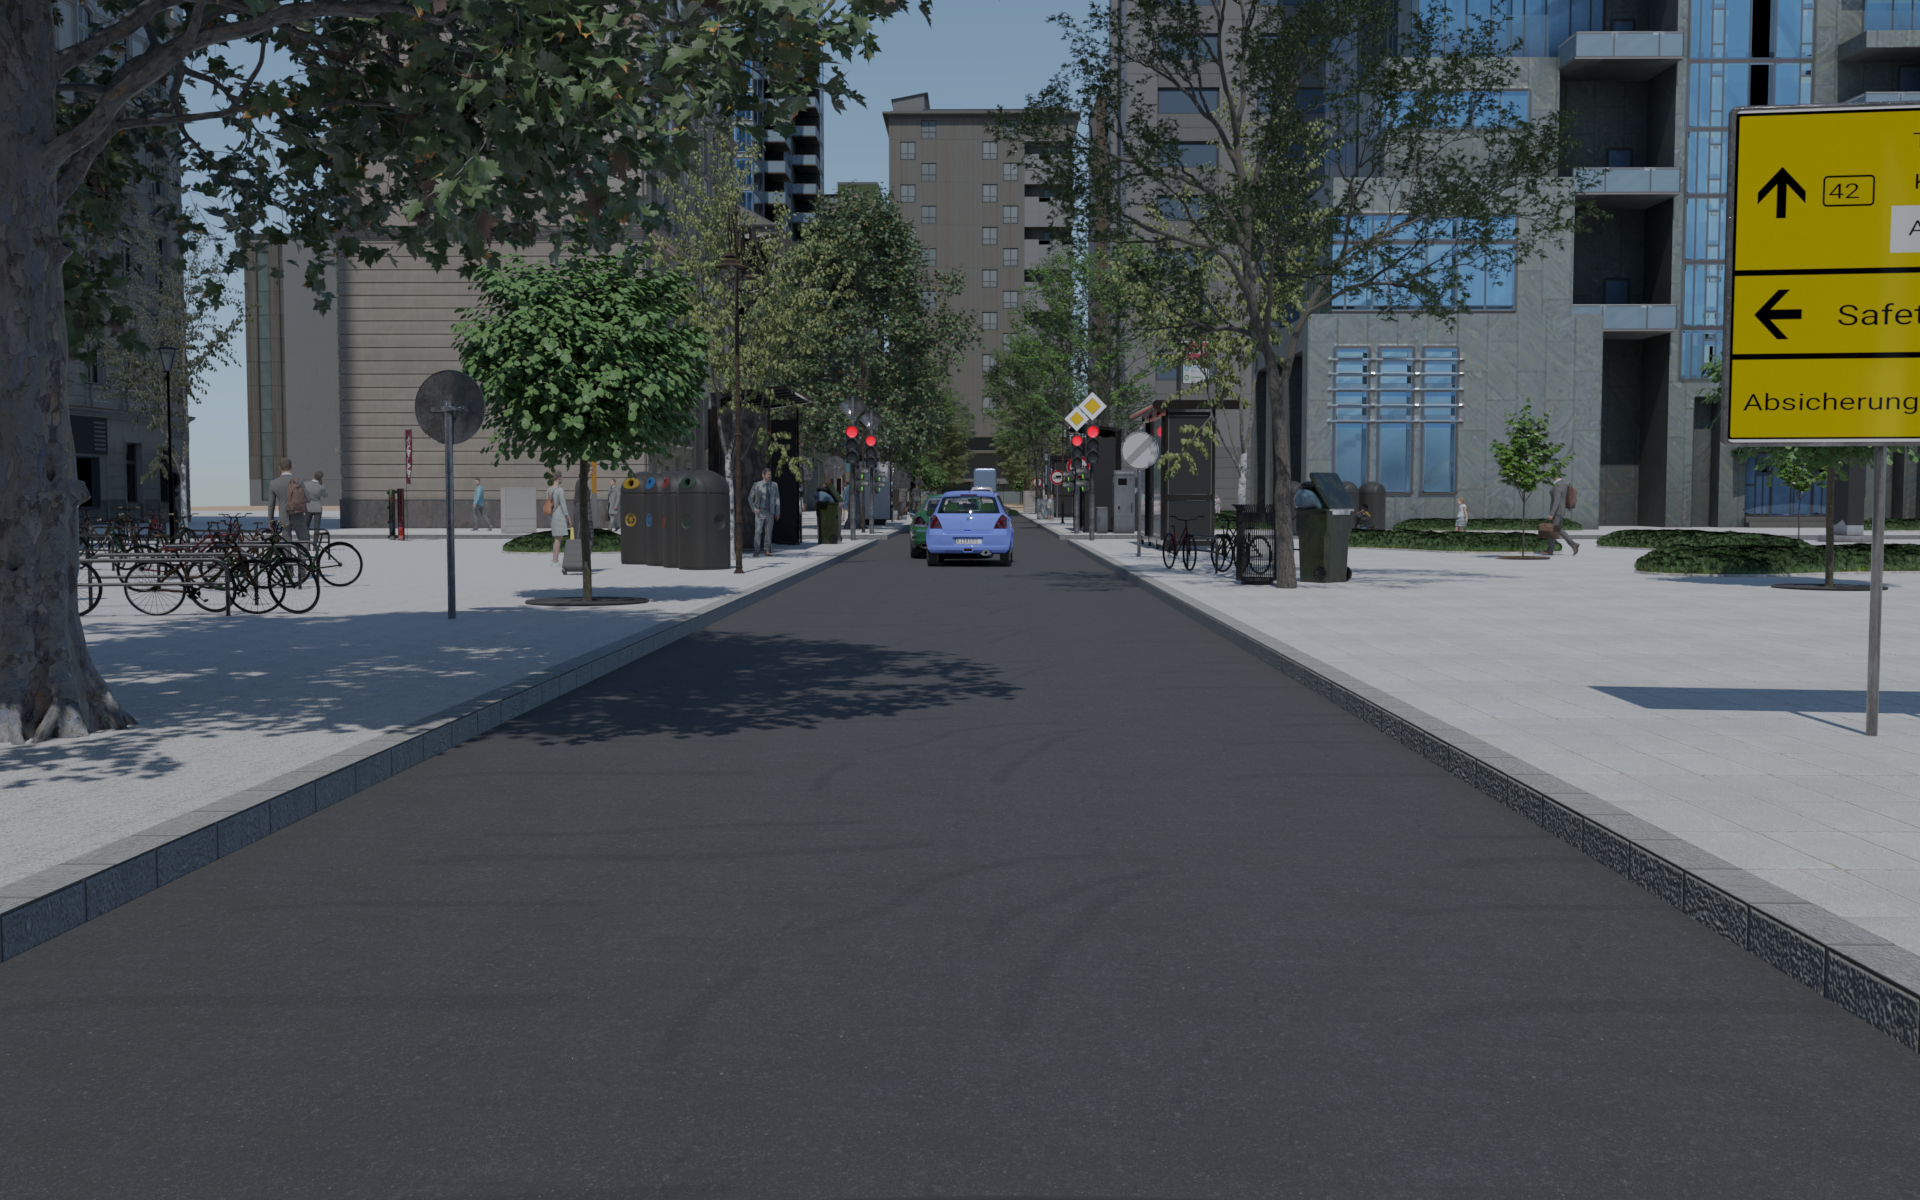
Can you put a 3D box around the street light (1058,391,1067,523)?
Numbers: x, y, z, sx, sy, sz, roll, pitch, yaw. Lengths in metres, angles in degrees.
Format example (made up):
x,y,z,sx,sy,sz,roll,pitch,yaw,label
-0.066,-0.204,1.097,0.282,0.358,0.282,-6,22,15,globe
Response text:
x,y,z,sx,sy,sz,roll,pitch,yaw,label
4.488,-6.285,75.543,0.468,5.910,1.993,0,4,1,street light

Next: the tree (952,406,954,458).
x,y,z,sx,sy,sz,roll,pitch,yaw,label
5.517,-9.072,82.741,8.767,10.594,7.601,-2,4,-34,tree

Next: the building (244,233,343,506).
x,y,z,sx,sy,sz,roll,pitch,yaw,label
-69.850,-25.773,193.084,14.107,30.474,14.160,0,4,1,building

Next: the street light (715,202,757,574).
x,y,z,sx,sy,sz,roll,pitch,yaw,label
-3.569,-3.364,27.789,0.468,5.910,1.993,0,4,1,street light

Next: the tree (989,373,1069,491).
x,y,z,sx,sy,sz,roll,pitch,yaw,label
6.220,-14.725,158.887,7.486,12.596,7.792,0,3,0,tree

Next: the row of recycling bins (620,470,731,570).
x,y,z,sx,sy,sz,roll,pitch,yaw,label
-5.043,-1.441,30.670,1.069,1.692,3.534,-2,4,-32,row of recycling bins

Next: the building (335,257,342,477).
x,y,z,sx,sy,sz,roll,pitch,yaw,label
-50.921,-30.077,183.642,23.993,40.220,32.217,0,4,1,building

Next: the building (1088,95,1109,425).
x,y,z,sx,sy,sz,roll,pitch,yaw,label
21.434,-33.086,191.062,14.600,45.320,14.200,0,4,1,building

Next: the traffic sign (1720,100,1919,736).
x,y,z,sx,sy,sz,roll,pitch,yaw,label
5.160,-0.928,9.039,2.265,3.308,0.079,1,4,9,traffic sign

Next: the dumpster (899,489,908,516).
x,y,z,sx,sy,sz,roll,pitch,yaw,label
-3.767,-6.010,104.018,1.264,1.857,1.865,0,4,1,dumpster

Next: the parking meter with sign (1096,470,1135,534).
x,y,z,sx,sy,sz,roll,pitch,yaw,label
5.285,-3.659,56.092,1.738,3.016,0.543,0,4,-4,parking meter with sign

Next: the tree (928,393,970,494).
x,y,z,sx,sy,sz,roll,pitch,yaw,label
-2.662,-16.809,192.948,7.486,12.596,7.792,0,3,0,tree

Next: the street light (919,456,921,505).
x,y,z,sx,sy,sz,roll,pitch,yaw,label
-2.575,-8.496,111.700,0.468,5.910,1.993,0,4,1,street light

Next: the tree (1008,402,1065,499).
x,y,z,sx,sy,sz,roll,pitch,yaw,label
5.654,-10.419,120.710,4.360,8.622,3.978,0,3,0,tree

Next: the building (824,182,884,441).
x,y,z,sx,sy,sz,roll,pitch,yaw,label
-17.238,-33.377,229.308,14.086,41.232,14.154,0,4,1,building

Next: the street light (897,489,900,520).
x,y,z,sx,sy,sz,roll,pitch,yaw,label
-3.003,-6.823,84.349,0.468,5.910,1.993,0,4,1,street light

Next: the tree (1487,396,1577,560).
x,y,z,sx,sy,sz,roll,pitch,yaw,label
11.241,-2.413,34.052,1.663,3.219,1.824,0,3,0,tree

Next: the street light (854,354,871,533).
x,y,z,sx,sy,sz,roll,pitch,yaw,label
-3.200,-5.165,57.239,0.468,5.910,1.993,0,4,1,street light

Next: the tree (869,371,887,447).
x,y,z,sx,sy,sz,roll,pitch,yaw,label
-3.796,-8.651,91.809,4.360,8.622,3.978,0,3,0,tree

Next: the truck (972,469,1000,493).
x,y,z,sx,sy,sz,roll,pitch,yaw,label
2.347,-11.413,176.357,2.967,4.110,18.799,0,4,3,truck

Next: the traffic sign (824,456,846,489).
x,y,z,sx,sy,sz,roll,pitch,yaw,label
-4.164,-3.519,57.644,0.768,2.556,0.104,0,4,4,traffic sign

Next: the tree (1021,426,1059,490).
x,y,z,sx,sy,sz,roll,pitch,yaw,label
6.368,-11.465,137.821,4.737,8.622,4.395,0,3,0,tree

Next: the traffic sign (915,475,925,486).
x,y,z,sx,sy,sz,roll,pitch,yaw,label
-2.745,-7.052,115.296,0.884,2.594,0.081,0,4,8,traffic sign

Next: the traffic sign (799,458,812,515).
x,y,z,sx,sy,sz,roll,pitch,yaw,label
-4.453,-2.841,48.586,0.606,2.300,0.079,1,4,10,traffic sign

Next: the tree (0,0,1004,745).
x,y,z,sx,sy,sz,roll,pitch,yaw,label
-4.953,-5.633,9.115,9.611,12.733,9.660,0,3,0,tree

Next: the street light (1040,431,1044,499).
x,y,z,sx,sy,sz,roll,pitch,yaw,label
4.875,-7.971,103.109,0.468,5.910,1.993,0,4,1,street light

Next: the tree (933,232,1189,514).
x,y,z,sx,sy,sz,roll,pitch,yaw,label
5.384,-8.661,67.365,9.928,11.665,9.643,0,3,0,tree

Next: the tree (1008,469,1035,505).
x,y,z,sx,sy,sz,roll,pitch,yaw,label
7.404,-13.583,205.792,4.285,4.588,4.351,0,3,0,tree

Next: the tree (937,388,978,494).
x,y,z,sx,sy,sz,roll,pitch,yaw,label
-2.588,-18.288,205.656,9.857,13.997,8.962,0,3,0,tree

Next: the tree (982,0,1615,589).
x,y,z,sx,sy,sz,roll,pitch,yaw,label
4.494,-5.457,23.640,8.767,10.594,7.601,0,4,2,tree

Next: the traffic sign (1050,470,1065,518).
x,y,z,sx,sy,sz,roll,pitch,yaw,label
5.157,-5.610,91.830,0.768,2.556,0.104,0,4,5,traffic sign

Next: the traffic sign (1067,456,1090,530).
x,y,z,sx,sy,sz,roll,pitch,yaw,label
3.897,-3.478,56.967,0.768,2.556,0.104,1,4,10,traffic sign

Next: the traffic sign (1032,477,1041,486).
x,y,z,sx,sy,sz,roll,pitch,yaw,label
5.792,-7.929,129.740,0.768,2.556,0.104,1,4,8,traffic sign

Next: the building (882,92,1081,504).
x,y,z,sx,sy,sz,roll,pitch,yaw,label
4.023,-39.545,235.793,27.495,52.752,28.713,0,4,1,building

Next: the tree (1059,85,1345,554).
x,y,z,sx,sy,sz,roll,pitch,yaw,label
4.899,-4.931,30.988,4.737,8.622,4.395,0,3,0,tree

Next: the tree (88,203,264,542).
x,y,z,sx,sy,sz,roll,pitch,yaw,label
-19.651,-5.670,43.068,4.360,8.622,3.978,0,3,0,tree

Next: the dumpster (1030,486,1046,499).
x,y,z,sx,sy,sz,roll,pitch,yaw,label
5.649,-7.310,125.270,1.264,1.857,1.865,0,4,1,dumpster

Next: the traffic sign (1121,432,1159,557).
x,y,z,sx,sy,sz,roll,pitch,yaw,label
3.681,-2.167,35.534,0.768,2.556,0.104,0,4,2,traffic sign

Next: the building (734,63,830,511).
x,y,z,sx,sy,sz,roll,pitch,yaw,label
-21.803,-50.959,145.846,22.319,86.520,31.000,0,4,1,building

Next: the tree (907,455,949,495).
x,y,z,sx,sy,sz,roll,pitch,yaw,label
-2.671,-10.667,158.115,4.285,4.588,4.351,0,3,0,tree

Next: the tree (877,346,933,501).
x,y,z,sx,sy,sz,roll,pitch,yaw,label
-3.590,-11.992,121.827,9.928,11.665,9.643,0,3,0,tree

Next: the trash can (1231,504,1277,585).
x,y,z,sx,sy,sz,roll,pitch,yaw,label
4.223,-0.790,24.578,0.748,1.137,0.748,0,3,0,trash can

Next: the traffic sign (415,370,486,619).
x,y,z,sx,sy,sz,roll,pitch,yaw,label
-5.233,-1.080,17.763,0.768,2.556,0.104,1,4,9,traffic sign

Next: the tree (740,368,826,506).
x,y,z,sx,sy,sz,roll,pitch,yaw,label
-8.071,-7.862,78.910,4.360,8.622,3.978,0,3,0,tree

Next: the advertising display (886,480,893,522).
x,y,z,sx,sy,sz,roll,pitch,yaw,label
-3.530,-4.510,78.959,0.974,1.923,0.123,-1,4,-11,advertising display

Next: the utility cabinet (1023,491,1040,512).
x,y,z,sx,sy,sz,roll,pitch,yaw,label
5.031,-6.919,121.797,1.173,1.500,0.318,-2,4,-29,utility cabinet

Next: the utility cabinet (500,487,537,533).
x,y,z,sx,sy,sz,roll,pitch,yaw,label
-14.401,-2.924,56.480,0.318,1.500,1.173,3,5,40,utility cabinet

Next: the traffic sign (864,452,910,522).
x,y,z,sx,sy,sz,roll,pitch,yaw,label
-3.438,-5.296,80.463,2.265,3.308,0.079,0,4,6,traffic sign

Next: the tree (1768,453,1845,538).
x,y,z,sx,sy,sz,roll,pitch,yaw,label
20.256,-2.865,41.446,1.663,3.219,1.824,0,3,0,tree

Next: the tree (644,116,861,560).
x,y,z,sx,sy,sz,roll,pitch,yaw,label
-4.326,-5.072,33.292,4.737,8.622,4.395,0,3,0,tree

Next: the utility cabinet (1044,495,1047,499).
x,y,z,sx,sy,sz,roll,pitch,yaw,label
5.752,-5.873,107.187,1.020,1.237,0.306,0,4,-6,utility cabinet

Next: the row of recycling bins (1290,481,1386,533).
x,y,z,sx,sy,sz,roll,pitch,yaw,label
12.134,-3.008,56.288,3.534,1.692,1.069,-1,4,-10,row of recycling bins

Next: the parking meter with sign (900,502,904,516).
x,y,z,sx,sy,sz,roll,pitch,yaw,label
-3.973,-6.114,96.227,1.738,3.016,0.543,2,4,24,parking meter with sign

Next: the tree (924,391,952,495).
x,y,z,sx,sy,sz,roll,pitch,yaw,label
-2.764,-12.919,145.645,8.767,10.594,7.601,2,4,34,tree

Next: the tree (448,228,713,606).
x,y,z,sx,sy,sz,roll,pitch,yaw,label
-4.399,-2.244,20.411,4.285,4.588,4.351,0,3,0,tree

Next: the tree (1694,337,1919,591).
x,y,z,sx,sy,sz,roll,pitch,yaw,label
11.823,-2.434,23.517,4.285,4.588,4.351,0,3,0,tree
